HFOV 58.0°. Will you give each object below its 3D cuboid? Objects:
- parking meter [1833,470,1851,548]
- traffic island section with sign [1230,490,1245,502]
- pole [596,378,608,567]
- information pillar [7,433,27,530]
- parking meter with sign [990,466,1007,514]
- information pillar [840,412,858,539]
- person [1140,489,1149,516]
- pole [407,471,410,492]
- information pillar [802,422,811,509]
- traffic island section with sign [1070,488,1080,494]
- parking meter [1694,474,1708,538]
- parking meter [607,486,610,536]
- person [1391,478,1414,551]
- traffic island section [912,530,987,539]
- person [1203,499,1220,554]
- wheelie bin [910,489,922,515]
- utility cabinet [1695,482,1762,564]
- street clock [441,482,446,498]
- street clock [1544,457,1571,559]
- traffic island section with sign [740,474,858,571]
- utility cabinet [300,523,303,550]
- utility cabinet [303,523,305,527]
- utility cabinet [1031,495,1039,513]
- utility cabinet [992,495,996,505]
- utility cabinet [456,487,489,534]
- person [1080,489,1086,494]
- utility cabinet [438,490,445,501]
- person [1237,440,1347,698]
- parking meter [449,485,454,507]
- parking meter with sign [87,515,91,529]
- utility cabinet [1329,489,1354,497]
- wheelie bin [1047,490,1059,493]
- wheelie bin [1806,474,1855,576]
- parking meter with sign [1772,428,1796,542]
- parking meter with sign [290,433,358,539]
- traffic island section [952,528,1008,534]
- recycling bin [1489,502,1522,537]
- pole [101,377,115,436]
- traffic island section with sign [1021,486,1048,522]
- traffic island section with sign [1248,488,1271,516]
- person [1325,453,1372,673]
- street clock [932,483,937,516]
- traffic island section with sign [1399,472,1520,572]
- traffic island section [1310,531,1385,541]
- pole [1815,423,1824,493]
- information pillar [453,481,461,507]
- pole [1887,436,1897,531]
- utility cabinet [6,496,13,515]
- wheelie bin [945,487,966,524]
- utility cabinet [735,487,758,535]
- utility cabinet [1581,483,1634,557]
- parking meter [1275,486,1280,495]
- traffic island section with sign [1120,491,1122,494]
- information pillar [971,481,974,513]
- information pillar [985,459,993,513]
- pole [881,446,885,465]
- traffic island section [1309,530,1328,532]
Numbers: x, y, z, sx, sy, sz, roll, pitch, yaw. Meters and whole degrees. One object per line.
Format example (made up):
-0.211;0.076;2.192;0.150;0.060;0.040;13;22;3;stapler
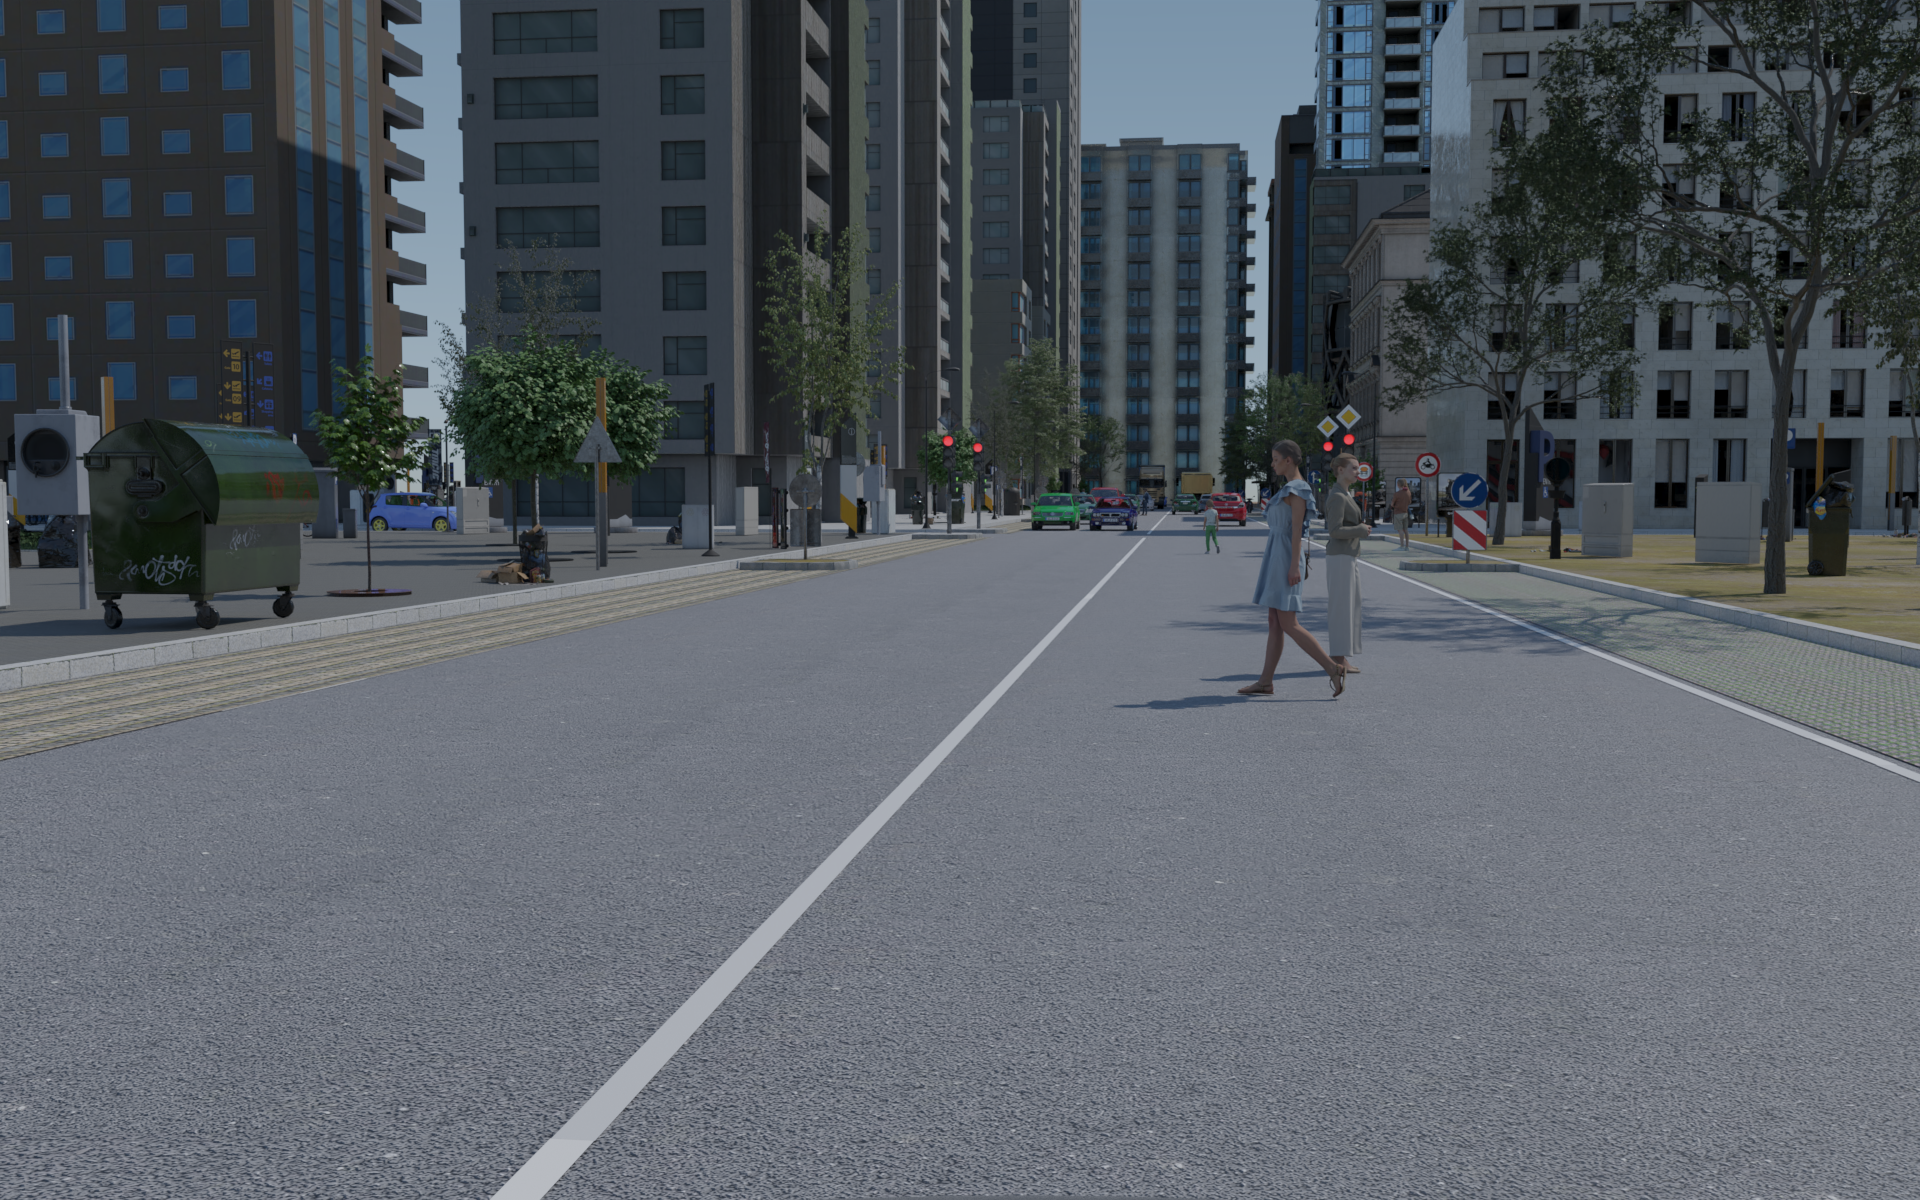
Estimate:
21.137;-2.194;41.590;0.399;1.863;0.255;1;4;15;parking meter
26.445;-9.479;163.611;1.989;1.847;2.006;0;4;7;traffic island section with sign
-6.306;-2.241;30.490;0.158;3.312;0.155;0;3;0;pole
-32.880;-4.221;60.375;0.504;3.616;0.183;-2;4;-24;information pillar
2.636;-6.939;109.712;0.543;3.016;1.738;2;4;35;parking meter with sign
-3.183;-3.562;49.600;0.504;3.616;0.183;-2;4;-25;information pillar
12.314;-6.513;115.166;0.419;1.800;0.721;-2;4;-31;person
-40.526;-8.161;127.268;0.158;3.312;0.155;0;3;0;pole
-4.931;-3.937;55.723;0.183;3.616;0.504;1;4;21;information pillar
7.678;-6.507;115.017;1.989;1.847;2.006;0;4;7;traffic island section with sign
21.697;-2.753;50.723;0.255;1.863;0.399;3;5;43;parking meter
-10.922;-2.732;53.077;0.372;1.533;0.369;0;3;0;parking meter
11.091;-2.138;43.434;0.573;1.828;0.580;1;4;10;person
-0.365;-2.063;56.016;2.009;0.180;2.903;0;4;7;traffic island section
6.019;-1.753;41.411;0.306;1.304;0.590;-1;4;-20;person
-2.540;-5.714;101.325;0.693;1.594;0.980;-1;4;-8;wheelie bin
14.109;-1.414;31.802;0.318;1.500;1.173;-2;4;-27;utility cabinet
-30.368;-5.954;101.921;0.358;2.002;0.471;-1;4;-22;street clock
11.772;-1.811;34.188;0.471;2.002;0.358;1;4;10;street clock
-3.018;-1.501;33.165;1.989;1.847;2.006;0;4;7;traffic island section with sign
-15.497;-1.862;39.127;1.173;1.500;0.318;-3;5;-43;utility cabinet
-25.717;-3.435;67.323;0.306;1.237;1.020;-2;4;-29;utility cabinet
4.955;-6.315;114.411;0.306;1.237;1.020;-1;4;-14;utility cabinet
2.427;-7.640;136.080;0.306;1.237;1.020;3;4;39;utility cabinet
-15.545;-2.851;55.286;0.318;1.500;1.173;2;4;27;utility cabinet
9.275;-7.518;131.434;0.660;1.820;0.620;1;4;8;person
-25.249;-4.625;84.290;0.318;1.500;1.173;-1;4;-17;utility cabinet
2.359;-0.223;12.234;0.778;1.811;0.616;1;4;23;person
-33.000;-6.534;112.541;0.255;1.863;0.399;0;4;1;parking meter
-23.529;-3.191;48.440;1.738;3.016;0.543;-3;5;-43;parking meter with sign
17.994;-4.469;81.745;1.173;1.500;0.318;3;5;41;utility cabinet
7.300;-7.610;132.337;0.980;1.594;0.693;0;4;3;wheelie bin
13.713;-1.186;27.301;0.693;1.594;0.980;2;4;27;wheelie bin
22.225;-3.082;46.659;0.543;3.016;1.738;2;4;29;parking meter with sign
-18.326;-3.283;49.944;1.738;3.016;0.543;-1;4;-10;parking meter with sign
0.669;-2.548;63.934;2.009;0.180;2.903;0;4;7;traffic island section
16.374;-2.411;51.977;0.722;1.027;0.722;0;4;-7;recycling bin
-14.856;-2.227;30.262;0.158;3.312;0.155;0;3;0;pole
4.179;-4.872;88.289;1.989;1.847;2.006;0;4;7;traffic island section with sign
19.918;-6.424;113.658;1.989;1.847;2.006;0;4;7;traffic island section with sign
3.104;-0.294;13.854;0.362;1.759;0.519;1;4;17;person
-1.502;-6.034;103.230;0.358;2.002;0.471;0;4;-2;street clock
9.340;-1.463;32.554;1.989;1.847;2.006;0;4;7;traffic island section with sign
12.170;-1.963;54.380;2.009;0.180;2.903;0;4;7;traffic island section
24.553;-3.403;49.489;0.158;3.312;0.155;0;3;0;pole
-27.335;-5.486;94.193;0.304;2.012;0.304;3;4;37;information pillar
32.543;-4.075;60.471;0.158;3.312;0.155;0;3;0;pole
-32.284;-2.901;58.598;0.306;1.237;1.020;-3;4;-38;utility cabinet
-0.175;-4.054;74.197;0.980;1.594;0.693;1;4;19;wheelie bin
-6.633;-2.761;53.821;0.318;1.500;1.173;1;4;14;utility cabinet
13.135;-1.620;35.168;0.318;1.500;1.173;-1;4;-20;utility cabinet
24.427;-7.805;133.321;0.399;1.863;0.255;-3;5;-40;parking meter
17.794;-11.251;192.579;1.989;1.847;2.006;0;4;7;traffic island section with sign
0.810;-7.553;114.845;0.183;3.616;0.504;1;4;10;information pillar
1.932;-7.574;115.184;0.504;3.616;0.183;1;4;16;information pillar
-3.255;-4.853;73.195;0.158;3.312;0.155;0;3;0;pole
13.204;-2.448;62.298;2.009;0.180;2.903;0;4;7;traffic island section
